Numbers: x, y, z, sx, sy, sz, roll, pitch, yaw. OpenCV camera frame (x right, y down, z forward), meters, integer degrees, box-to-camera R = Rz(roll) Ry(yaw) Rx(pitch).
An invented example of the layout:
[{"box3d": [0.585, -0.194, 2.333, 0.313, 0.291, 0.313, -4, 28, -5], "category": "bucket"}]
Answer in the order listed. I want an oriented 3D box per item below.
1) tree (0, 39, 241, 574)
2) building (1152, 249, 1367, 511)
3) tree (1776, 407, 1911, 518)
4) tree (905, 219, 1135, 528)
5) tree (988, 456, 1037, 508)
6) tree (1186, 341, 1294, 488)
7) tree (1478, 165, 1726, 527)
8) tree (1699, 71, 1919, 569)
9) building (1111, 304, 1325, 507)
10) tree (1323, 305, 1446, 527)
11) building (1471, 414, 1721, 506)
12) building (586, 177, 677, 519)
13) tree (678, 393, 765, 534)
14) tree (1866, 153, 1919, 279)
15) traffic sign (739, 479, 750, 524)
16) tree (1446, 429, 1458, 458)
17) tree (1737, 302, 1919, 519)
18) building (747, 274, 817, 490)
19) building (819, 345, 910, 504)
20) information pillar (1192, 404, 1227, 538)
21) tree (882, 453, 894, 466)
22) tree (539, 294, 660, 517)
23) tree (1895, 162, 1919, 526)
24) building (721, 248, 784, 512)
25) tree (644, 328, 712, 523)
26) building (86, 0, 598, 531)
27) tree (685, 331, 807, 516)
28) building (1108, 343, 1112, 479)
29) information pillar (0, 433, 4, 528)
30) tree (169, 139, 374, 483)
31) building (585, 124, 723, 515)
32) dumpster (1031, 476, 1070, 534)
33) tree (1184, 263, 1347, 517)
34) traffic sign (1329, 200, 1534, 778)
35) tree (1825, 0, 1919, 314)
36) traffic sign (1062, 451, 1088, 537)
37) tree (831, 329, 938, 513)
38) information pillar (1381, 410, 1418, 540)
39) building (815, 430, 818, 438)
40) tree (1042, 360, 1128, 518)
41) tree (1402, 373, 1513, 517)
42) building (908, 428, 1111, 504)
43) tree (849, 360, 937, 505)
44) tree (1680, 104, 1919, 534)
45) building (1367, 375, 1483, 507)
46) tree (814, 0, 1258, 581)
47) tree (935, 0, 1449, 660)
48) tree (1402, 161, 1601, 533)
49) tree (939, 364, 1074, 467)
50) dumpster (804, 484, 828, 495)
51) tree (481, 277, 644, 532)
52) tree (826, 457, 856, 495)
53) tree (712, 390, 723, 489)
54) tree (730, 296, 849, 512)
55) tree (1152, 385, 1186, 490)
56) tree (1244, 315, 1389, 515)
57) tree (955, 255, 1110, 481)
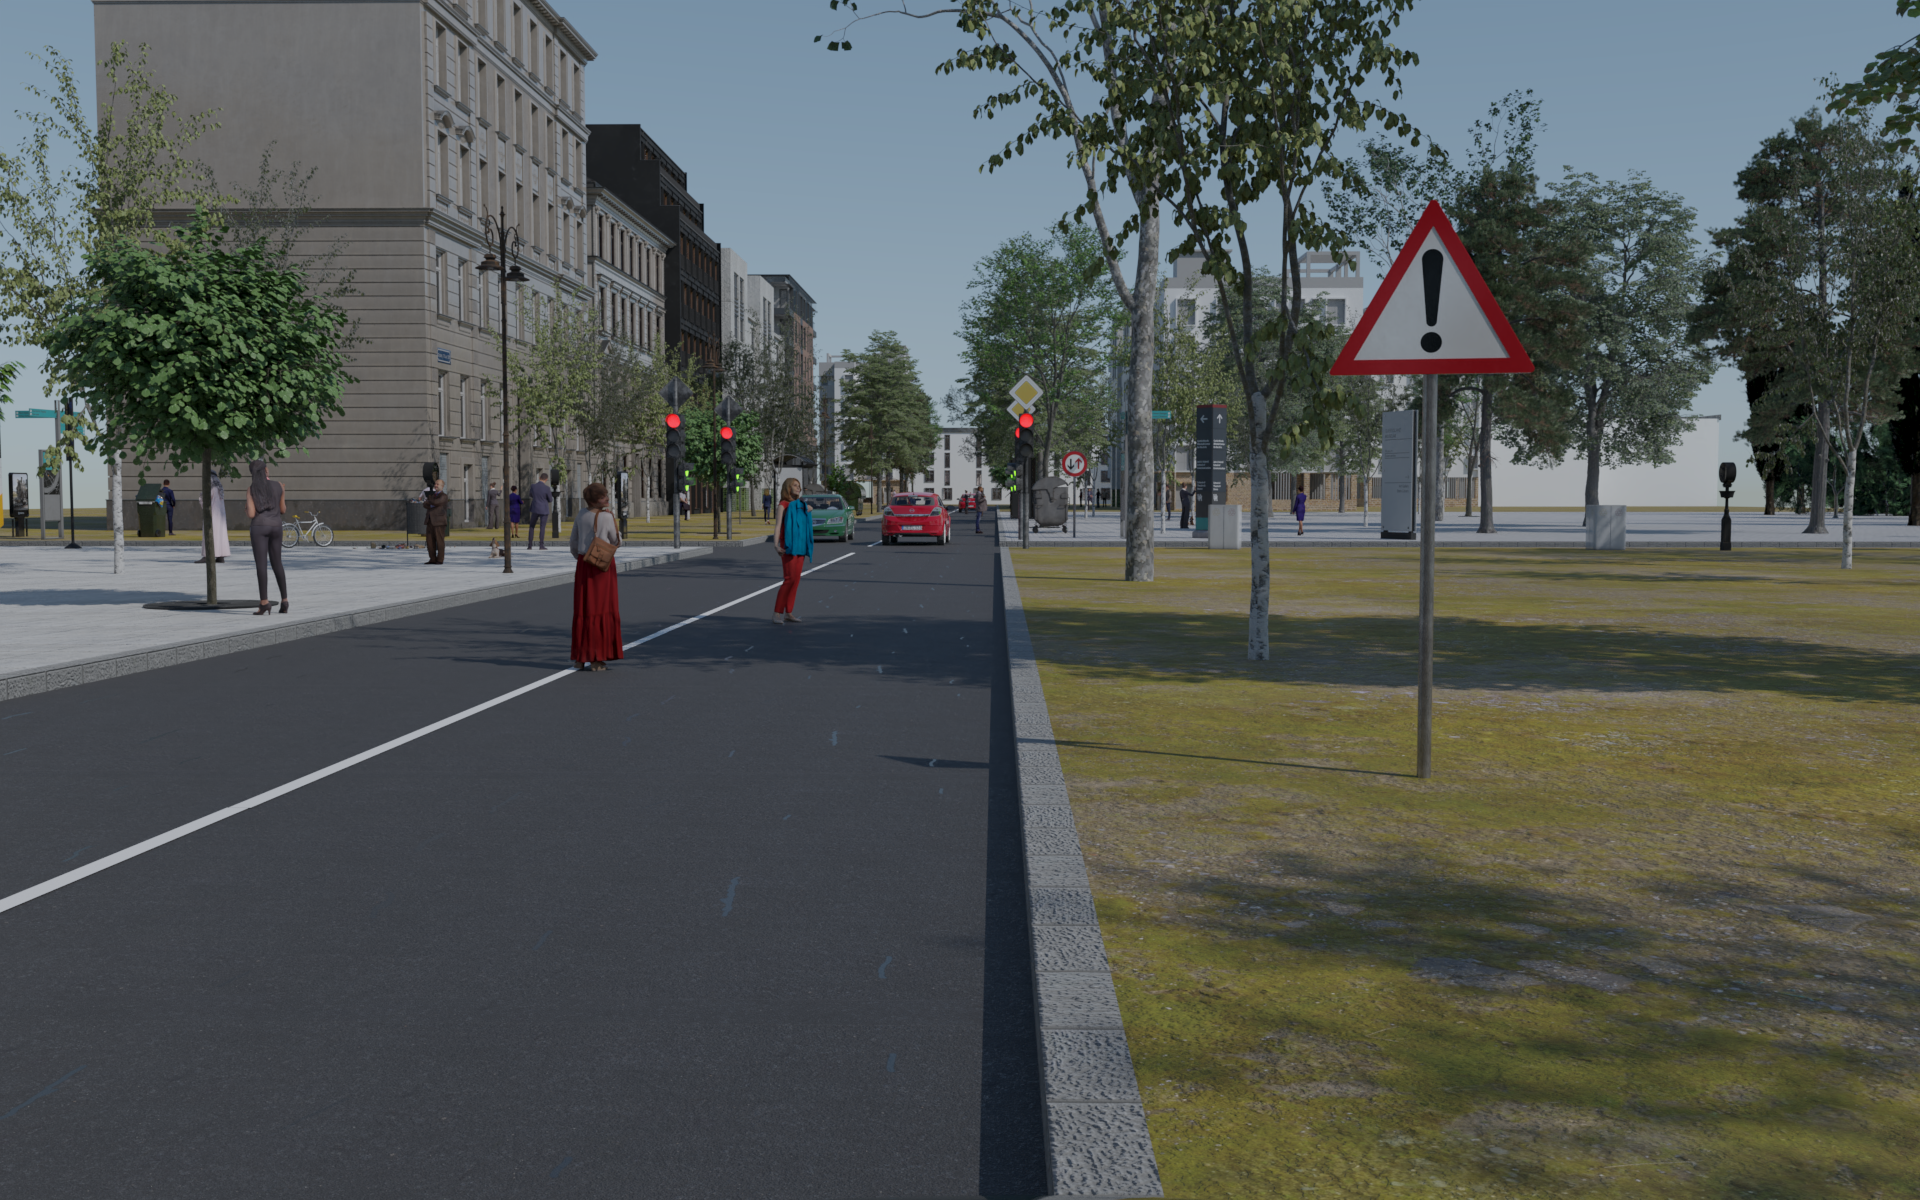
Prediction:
[{"box3d": [-13.775, -4.724, 27.603, 4.737, 8.622, 4.395, 0, 3, 0], "category": "tree"}, {"box3d": [23.204, -17.317, 139.551, 16.016, 20.091, 11.380, 0, 4, 1], "category": "building"}, {"box3d": [52.829, -7.633, 87.708, 20.602, 7.101, 11.467, 1, 4, 21], "category": "tree"}, {"box3d": [3.335, -8.525, 65.143, 9.928, 11.665, 9.643, 0, 3, 0], "category": "tree"}, {"box3d": [5.125, -10.932, 162.448, 4.285, 4.588, 4.351, 0, 3, 0], "category": "tree"}, {"box3d": [13.445, -7.920, 79.853, 4.360, 8.622, 3.978, 0, 3, 0], "category": "tree"}, {"box3d": [25.039, -9.865, 67.942, 9.857, 13.997, 8.962, 0, 3, 0], "category": "tree"}, {"box3d": [15.221, -4.855, 29.734, 4.360, 8.622, 3.978, 0, 3, 0], "category": "tree"}, {"box3d": [23.514, -18.026, 161.180, 16.747, 18.905, 31.486, 0, 4, 1], "category": "building"}, {"box3d": [15.861, -7.136, 67.033, 4.360, 8.622, 3.978, 0, 3, 0], "category": "tree"}, {"box3d": [66.096, -14.769, 183.616, 28.070, 9.664, 9.099, 0, 4, 1], "category": "building"}, {"box3d": [-22.448, -14.076, 94.775, 10.561, 19.102, 19.286, 0, 4, 1], "category": "building"}, {"box3d": [-7.792, -4.433, 56.191, 4.285, 4.588, 4.351, 0, 3, 0], "category": "tree"}, {"box3d": [14.990, -4.471, 23.466, 4.737, 8.622, 4.395, 0, 3, 0], "category": "tree"}, {"box3d": [-9.330, -4.489, 73.406, 0.884, 2.594, 0.081, 0, 4, 4], "category": "traffic sign"}, {"box3d": [29.350, -9.737, 109.555, 4.360, 8.622, 3.978, 0, 3, 0], "category": "tree"}, {"box3d": [54.667, -12.597, 107.789, 13.155, 14.587, 18.604, 1, 4, 15], "category": "tree"}, {"box3d": [-31.805, -20.267, 175.336, 32.646, 21.610, 27.936, 0, 4, 1], "category": "building"}, {"box3d": [-12.380, -22.647, 226.694, 11.380, 20.091, 16.016, 0, 4, 1], "category": "building"}, {"box3d": [7.297, -3.729, 50.354, 0.750, 3.857, 0.750, -3, 5, -41], "category": "information pillar"}, {"box3d": [-5.158, -14.917, 169.642, 9.928, 11.665, 9.643, 0, 3, 0], "category": "tree"}, {"box3d": [-13.533, -6.963, 64.208, 4.360, 8.622, 3.978, 0, 3, 0], "category": "tree"}, {"box3d": [44.487, -10.310, 70.390, 13.155, 14.587, 18.604, 2, 4, 33], "category": "tree"}, {"box3d": [-24.497, -16.762, 140.516, 16.747, 18.905, 31.486, 0, 4, 1], "category": "building"}, {"box3d": [-13.988, -7.778, 77.525, 4.737, 8.622, 4.395, 0, 3, 0], "category": "tree"}, {"box3d": [-23.897, -16.799, 71.927, 12.463, 27.353, 25.104, 0, 4, 1], "category": "building"}, {"box3d": [-12.200, -10.089, 99.368, 7.601, 10.594, 8.767, 1, 4, 8], "category": "tree"}, {"box3d": [23.784, -19.967, 182.874, 16.016, 20.091, 11.380, 0, 4, 1], "category": "building"}, {"box3d": [-22.281, -2.963, 39.797, 0.183, 3.616, 0.504, 2, 4, 27], "category": "information pillar"}, {"box3d": [-14.872, -5.293, 36.908, 4.360, 8.622, 3.978, 0, 3, 0], "category": "tree"}, {"box3d": [-22.807, -17.279, 112.182, 12.332, 23.373, 15.834, 0, 4, 1], "category": "building"}, {"box3d": [2.993, -3.134, 57.005, 1.264, 1.857, 1.865, 0, 4, 1], "category": "dumpster"}, {"box3d": [16.887, -11.512, 94.871, 9.857, 13.997, 8.962, 0, 3, 0], "category": "tree"}, {"box3d": [2.098, -0.475, 7.764, 0.884, 2.594, 0.081, 1, 4, 9], "category": "traffic sign"}, {"box3d": [9.165, -5.660, 10.675, 7.486, 12.596, 7.792, 0, 3, 0], "category": "tree"}, {"box3d": [3.380, -3.121, 51.135, 0.768, 2.556, 0.104, 0, 4, 2], "category": "traffic sign"}, {"box3d": [-5.333, -12.305, 119.313, 7.486, 12.596, 7.792, 0, 3, 0], "category": "tree"}, {"box3d": [12.442, -3.533, 49.077, 0.184, 3.620, 1.656, -1, 4, -17], "category": "information pillar"}, {"box3d": [-32.870, -17.236, 223.961, 28.070, 9.664, 9.099, 0, 4, 1], "category": "building"}, {"box3d": [6.453, -8.652, 91.815, 4.360, 8.622, 3.978, 0, 3, 0], "category": "tree"}, {"box3d": [28.856, -10.493, 97.316, 9.928, 11.665, 9.643, 0, 3, 0], "category": "tree"}, {"box3d": [7.460, -17.175, 222.956, 28.070, 9.664, 9.099, 0, 4, 1], "category": "building"}, {"box3d": [-5.732, -13.190, 137.714, 6.751, 12.117, 7.091, 0, 3, 0], "category": "tree"}, {"box3d": [27.645, -9.063, 55.603, 7.806, 13.903, 7.818, 0, 3, 0], "category": "tree"}, {"box3d": [46.219, -19.745, 179.257, 11.380, 20.091, 16.016, 0, 4, 1], "category": "building"}, {"box3d": [2.914, -10.432, 26.453, 12.611, 20.169, 13.585, 0, 3, 0], "category": "tree"}, {"box3d": [2.113, -3.834, 13.053, 4.737, 8.622, 4.395, 0, 3, 0], "category": "tree"}, {"box3d": [17.204, -8.219, 56.443, 6.751, 12.117, 7.091, 0, 3, 0], "category": "tree"}, {"box3d": [3.202, -10.541, 106.752, 8.767, 10.594, 7.601, -3, 5, -40], "category": "tree"}, {"box3d": [-8.002, -5.501, 95.698, 1.264, 1.857, 1.865, 0, 4, 1], "category": "dumpster"}, {"box3d": [-13.700, -6.577, 57.894, 4.737, 8.622, 4.395, 0, 3, 0], "category": "tree"}, {"box3d": [-6.193, -5.790, 89.270, 1.663, 3.219, 1.824, 0, 3, 0], "category": "tree"}, {"box3d": [-13.786, -8.461, 88.697, 4.737, 8.622, 4.395, 0, 3, 0], "category": "tree"}, {"box3d": [-6.821, -7.031, 65.311, 4.360, 8.622, 3.978, 0, 3, 0], "category": "tree"}, {"box3d": [12.255, -9.535, 106.264, 4.360, 8.622, 3.978, 0, 3, 0], "category": "tree"}, {"box3d": [21.269, -11.611, 107.962, 7.486, 12.596, 7.792, 0, 3, 0], "category": "tree"}, {"box3d": [3.448, -10.067, 82.730, 7.486, 12.596, 7.792, 0, 3, 0], "category": "tree"}]
